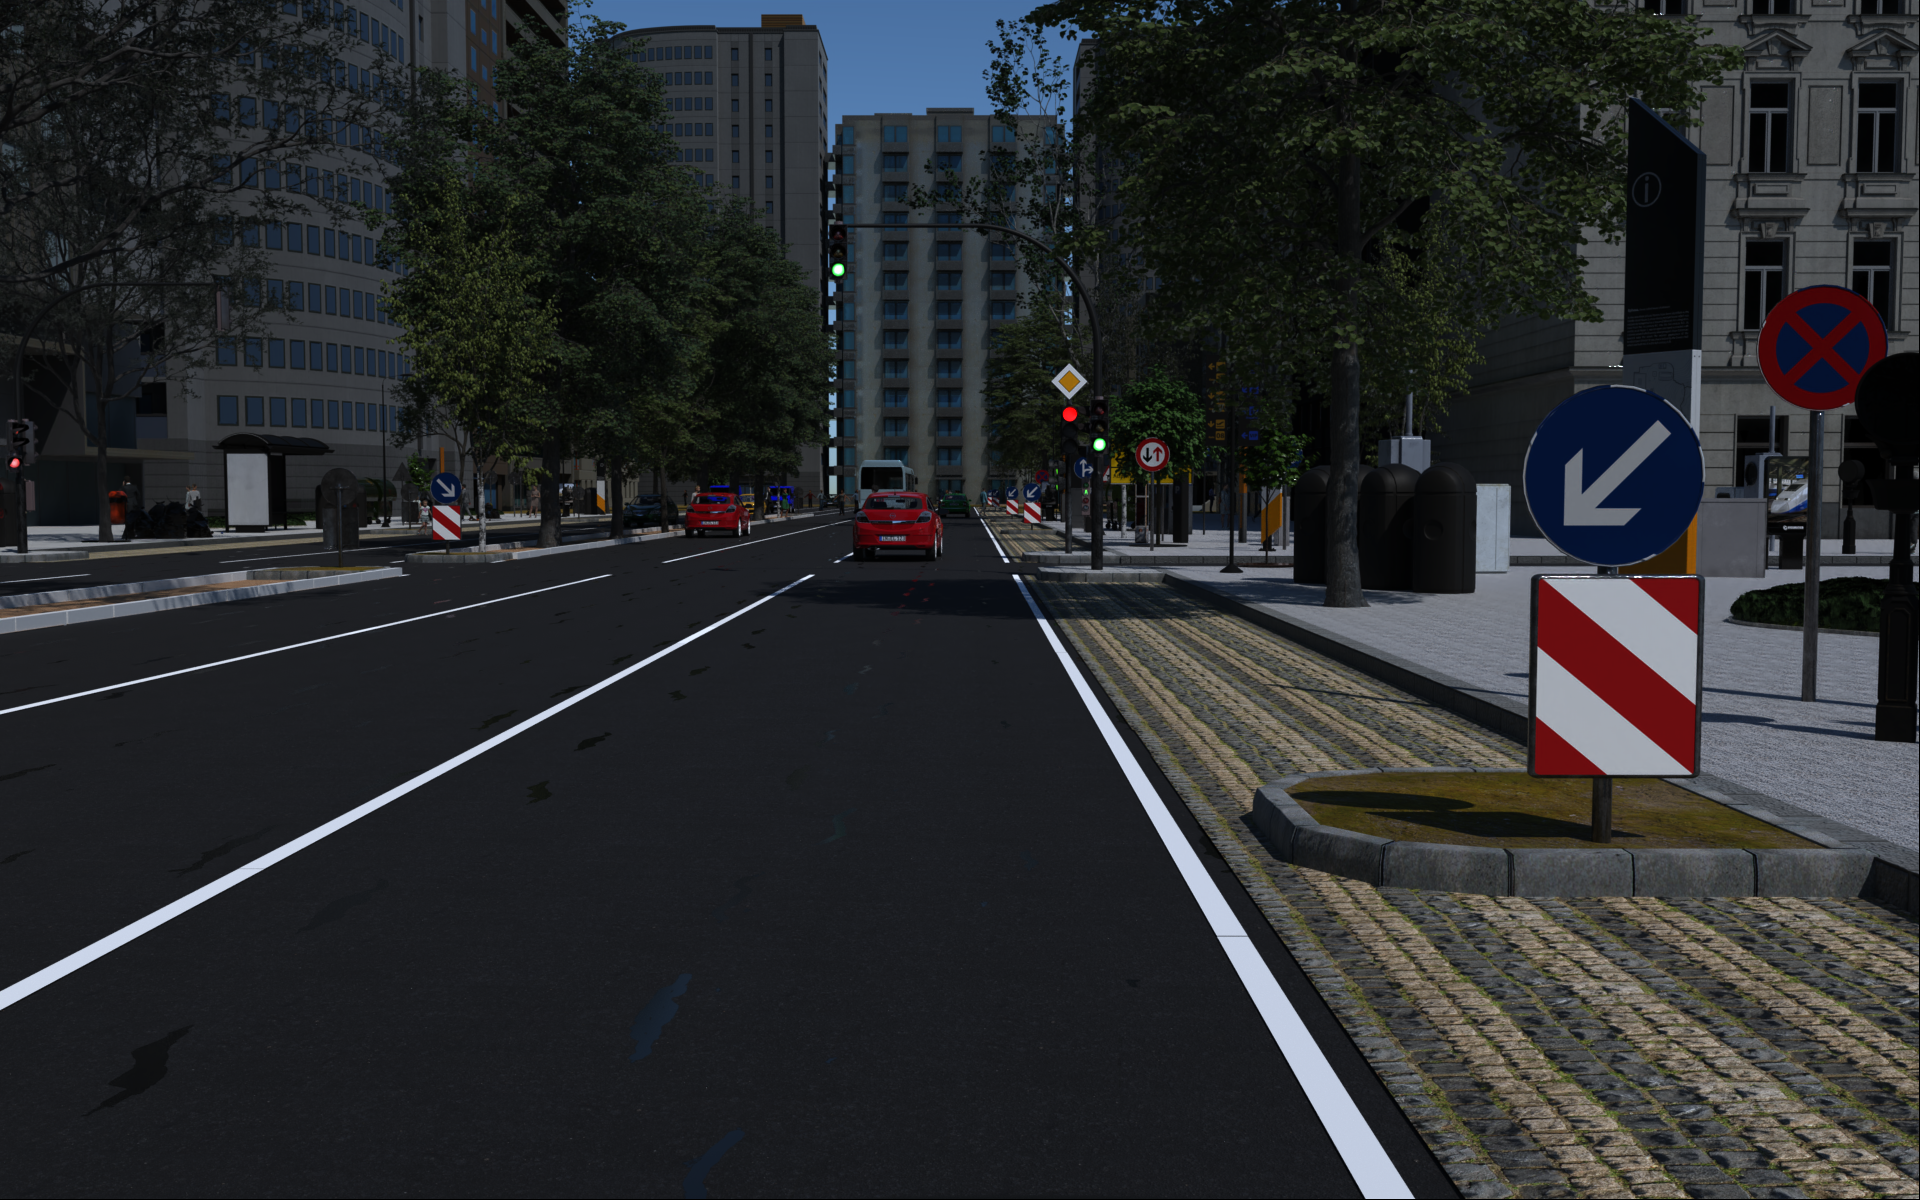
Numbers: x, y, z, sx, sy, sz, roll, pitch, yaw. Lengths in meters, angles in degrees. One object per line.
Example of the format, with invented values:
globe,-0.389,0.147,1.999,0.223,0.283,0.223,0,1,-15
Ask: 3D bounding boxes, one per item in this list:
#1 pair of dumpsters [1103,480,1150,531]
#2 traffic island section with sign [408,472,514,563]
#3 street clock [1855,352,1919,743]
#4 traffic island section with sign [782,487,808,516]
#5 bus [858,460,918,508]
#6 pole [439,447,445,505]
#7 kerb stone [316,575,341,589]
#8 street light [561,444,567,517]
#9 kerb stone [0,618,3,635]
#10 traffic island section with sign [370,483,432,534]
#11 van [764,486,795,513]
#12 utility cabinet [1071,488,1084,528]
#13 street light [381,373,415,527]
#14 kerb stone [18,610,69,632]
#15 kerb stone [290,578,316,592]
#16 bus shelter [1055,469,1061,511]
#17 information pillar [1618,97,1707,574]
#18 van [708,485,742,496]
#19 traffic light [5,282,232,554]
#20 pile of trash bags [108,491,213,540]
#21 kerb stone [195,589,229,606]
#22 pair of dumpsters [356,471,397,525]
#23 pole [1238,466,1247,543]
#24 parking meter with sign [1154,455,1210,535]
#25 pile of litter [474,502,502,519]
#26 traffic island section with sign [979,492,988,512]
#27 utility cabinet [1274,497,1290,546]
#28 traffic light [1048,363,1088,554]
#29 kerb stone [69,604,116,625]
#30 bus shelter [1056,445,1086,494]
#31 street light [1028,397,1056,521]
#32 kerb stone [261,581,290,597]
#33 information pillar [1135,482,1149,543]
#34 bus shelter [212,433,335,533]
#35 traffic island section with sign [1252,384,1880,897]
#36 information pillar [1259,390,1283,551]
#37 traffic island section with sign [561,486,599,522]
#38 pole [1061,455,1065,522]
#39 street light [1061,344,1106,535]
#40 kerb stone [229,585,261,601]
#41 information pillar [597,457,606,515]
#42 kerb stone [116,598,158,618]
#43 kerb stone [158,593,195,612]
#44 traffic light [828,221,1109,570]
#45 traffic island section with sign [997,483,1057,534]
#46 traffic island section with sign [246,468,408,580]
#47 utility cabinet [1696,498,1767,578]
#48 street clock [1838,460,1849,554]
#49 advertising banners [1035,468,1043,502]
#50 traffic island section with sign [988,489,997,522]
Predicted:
pair of dumpsters,5.983,-3.621,61.692,1.574,2.255,4.437,0,4,0
traffic island section with sign,-10.794,-1.769,37.054,2.006,1.907,1.989,0,4,0
street clock,4.884,-0.270,8.979,0.471,2.002,0.358,2,4,30
traffic island section with sign,-10.535,-6.364,112.192,2.006,1.907,1.989,0,4,0
bus,-4.132,-6.453,100.369,2.948,3.499,13.247,0,4,1
pole,-22.647,-5.011,75.770,0.158,3.312,0.155,0,3,0
kerb stone,-9.800,-0.266,26.624,0.120,0.150,1.000,0,4,0
street light,-21.454,-7.552,96.010,1.470,5.913,1.316,0,4,0
kerb stone,-9.829,0.293,17.402,0.120,0.150,1.000,0,4,0
traffic island section with sign,-19.859,-3.271,62.103,1.989,1.847,2.006,0,4,0
van,-13.507,-7.711,130.456,2.240,2.365,5.245,0,4,-1
utility cabinet,4.458,-3.422,64.627,0.318,1.500,1.173,-2,4,-31
street light,-21.637,-5.758,66.681,1.470,5.913,1.316,0,4,0
kerb stone,-9.828,0.230,18.429,0.120,0.150,1.000,0,4,0
kerb stone,-9.806,-0.208,25.602,0.120,0.150,1.000,0,4,0
bus shelter,6.989,-6.882,106.438,2.014,3.302,5.546,0,4,0
information pillar,4.089,-1.149,10.144,0.183,3.616,0.504,-2,4,-31
van,-16.446,-7.123,120.843,2.240,2.365,5.245,0,4,1
traffic light,-18.146,-3.832,37.325,4.771,5.953,1.251,0,4,0
pile of trash bags,-23.151,-2.437,49.601,1.912,1.369,3.447,1,4,12
kerb stone,-9.815,-0.020,22.529,0.120,0.150,1.000,0,4,0
pair of dumpsters,-25.217,-4.316,73.068,1.574,2.255,4.437,0,4,0
pole,7.423,-3.154,45.408,0.158,3.312,0.155,0,3,0
parking meter with sign,6.990,-3.585,54.875,1.738,3.016,0.543,2,4,34
pile of litter,-24.578,-4.637,89.777,1.719,0.858,1.176,-2,4,-26
traffic island section with sign,2.731,-7.980,139.100,1.989,1.847,2.006,0,4,0
utility cabinet,8.004,-1.956,43.139,0.306,1.237,1.020,0,4,4
traffic light,2.323,-2.955,37.233,0.839,4.253,0.868,0,4,0
kerb stone,-9.817,0.168,19.451,0.120,0.150,1.000,0,4,0
bus shelter,5.663,-5.668,83.957,1.731,3.624,6.357,0,3,0
street light,3.931,-6.751,82.925,1.470,5.913,1.316,0,4,0
kerb stone,-9.799,-0.146,24.579,0.120,0.150,1.000,0,4,0
information pillar,4.756,-2.493,45.254,0.304,2.012,0.304,1,4,19
bus shelter,-23.564,-4.027,59.762,2.014,3.302,5.546,0,4,0
traffic island section with sign,2.266,0.096,7.059,1.989,1.847,2.006,0,4,0
information pillar,6.968,-2.899,38.746,0.504,3.616,0.183,3,4,38
traffic island section with sign,-19.769,-4.948,89.533,1.989,1.847,2.006,0,4,0
pole,4.647,-5.159,78.200,0.158,3.312,0.155,0,3,0
street light,3.836,-4.970,53.803,1.470,5.913,1.316,0,4,0
kerb stone,-9.804,-0.083,23.551,0.120,0.150,1.000,0,4,0
information pillar,-22.094,-7.048,106.596,0.504,3.616,0.183,0,4,-7
kerb stone,-9.813,0.105,20.480,0.120,0.150,1.000,0,4,0
kerb stone,-9.817,0.042,21.502,0.120,0.150,1.000,0,4,0
traffic light,0.202,-3.330,29.114,4.771,5.953,1.251,0,4,0
traffic island section with sign,2.446,-3.262,61.967,1.989,1.847,2.006,0,4,0
traffic island section with sign,-10.830,-1.316,29.647,2.006,1.907,1.989,0,4,0
utility cabinet,11.883,-0.954,26.758,1.020,1.237,0.306,1,4,22
street clock,19.007,-1.982,36.980,0.358,2.002,0.471,-2,4,-26
advertising banners,4.958,-6.851,108.197,0.090,3.025,2.074,-1,4,-14
traffic island section with sign,2.553,-4.911,88.922,1.989,1.847,2.006,0,4,0
